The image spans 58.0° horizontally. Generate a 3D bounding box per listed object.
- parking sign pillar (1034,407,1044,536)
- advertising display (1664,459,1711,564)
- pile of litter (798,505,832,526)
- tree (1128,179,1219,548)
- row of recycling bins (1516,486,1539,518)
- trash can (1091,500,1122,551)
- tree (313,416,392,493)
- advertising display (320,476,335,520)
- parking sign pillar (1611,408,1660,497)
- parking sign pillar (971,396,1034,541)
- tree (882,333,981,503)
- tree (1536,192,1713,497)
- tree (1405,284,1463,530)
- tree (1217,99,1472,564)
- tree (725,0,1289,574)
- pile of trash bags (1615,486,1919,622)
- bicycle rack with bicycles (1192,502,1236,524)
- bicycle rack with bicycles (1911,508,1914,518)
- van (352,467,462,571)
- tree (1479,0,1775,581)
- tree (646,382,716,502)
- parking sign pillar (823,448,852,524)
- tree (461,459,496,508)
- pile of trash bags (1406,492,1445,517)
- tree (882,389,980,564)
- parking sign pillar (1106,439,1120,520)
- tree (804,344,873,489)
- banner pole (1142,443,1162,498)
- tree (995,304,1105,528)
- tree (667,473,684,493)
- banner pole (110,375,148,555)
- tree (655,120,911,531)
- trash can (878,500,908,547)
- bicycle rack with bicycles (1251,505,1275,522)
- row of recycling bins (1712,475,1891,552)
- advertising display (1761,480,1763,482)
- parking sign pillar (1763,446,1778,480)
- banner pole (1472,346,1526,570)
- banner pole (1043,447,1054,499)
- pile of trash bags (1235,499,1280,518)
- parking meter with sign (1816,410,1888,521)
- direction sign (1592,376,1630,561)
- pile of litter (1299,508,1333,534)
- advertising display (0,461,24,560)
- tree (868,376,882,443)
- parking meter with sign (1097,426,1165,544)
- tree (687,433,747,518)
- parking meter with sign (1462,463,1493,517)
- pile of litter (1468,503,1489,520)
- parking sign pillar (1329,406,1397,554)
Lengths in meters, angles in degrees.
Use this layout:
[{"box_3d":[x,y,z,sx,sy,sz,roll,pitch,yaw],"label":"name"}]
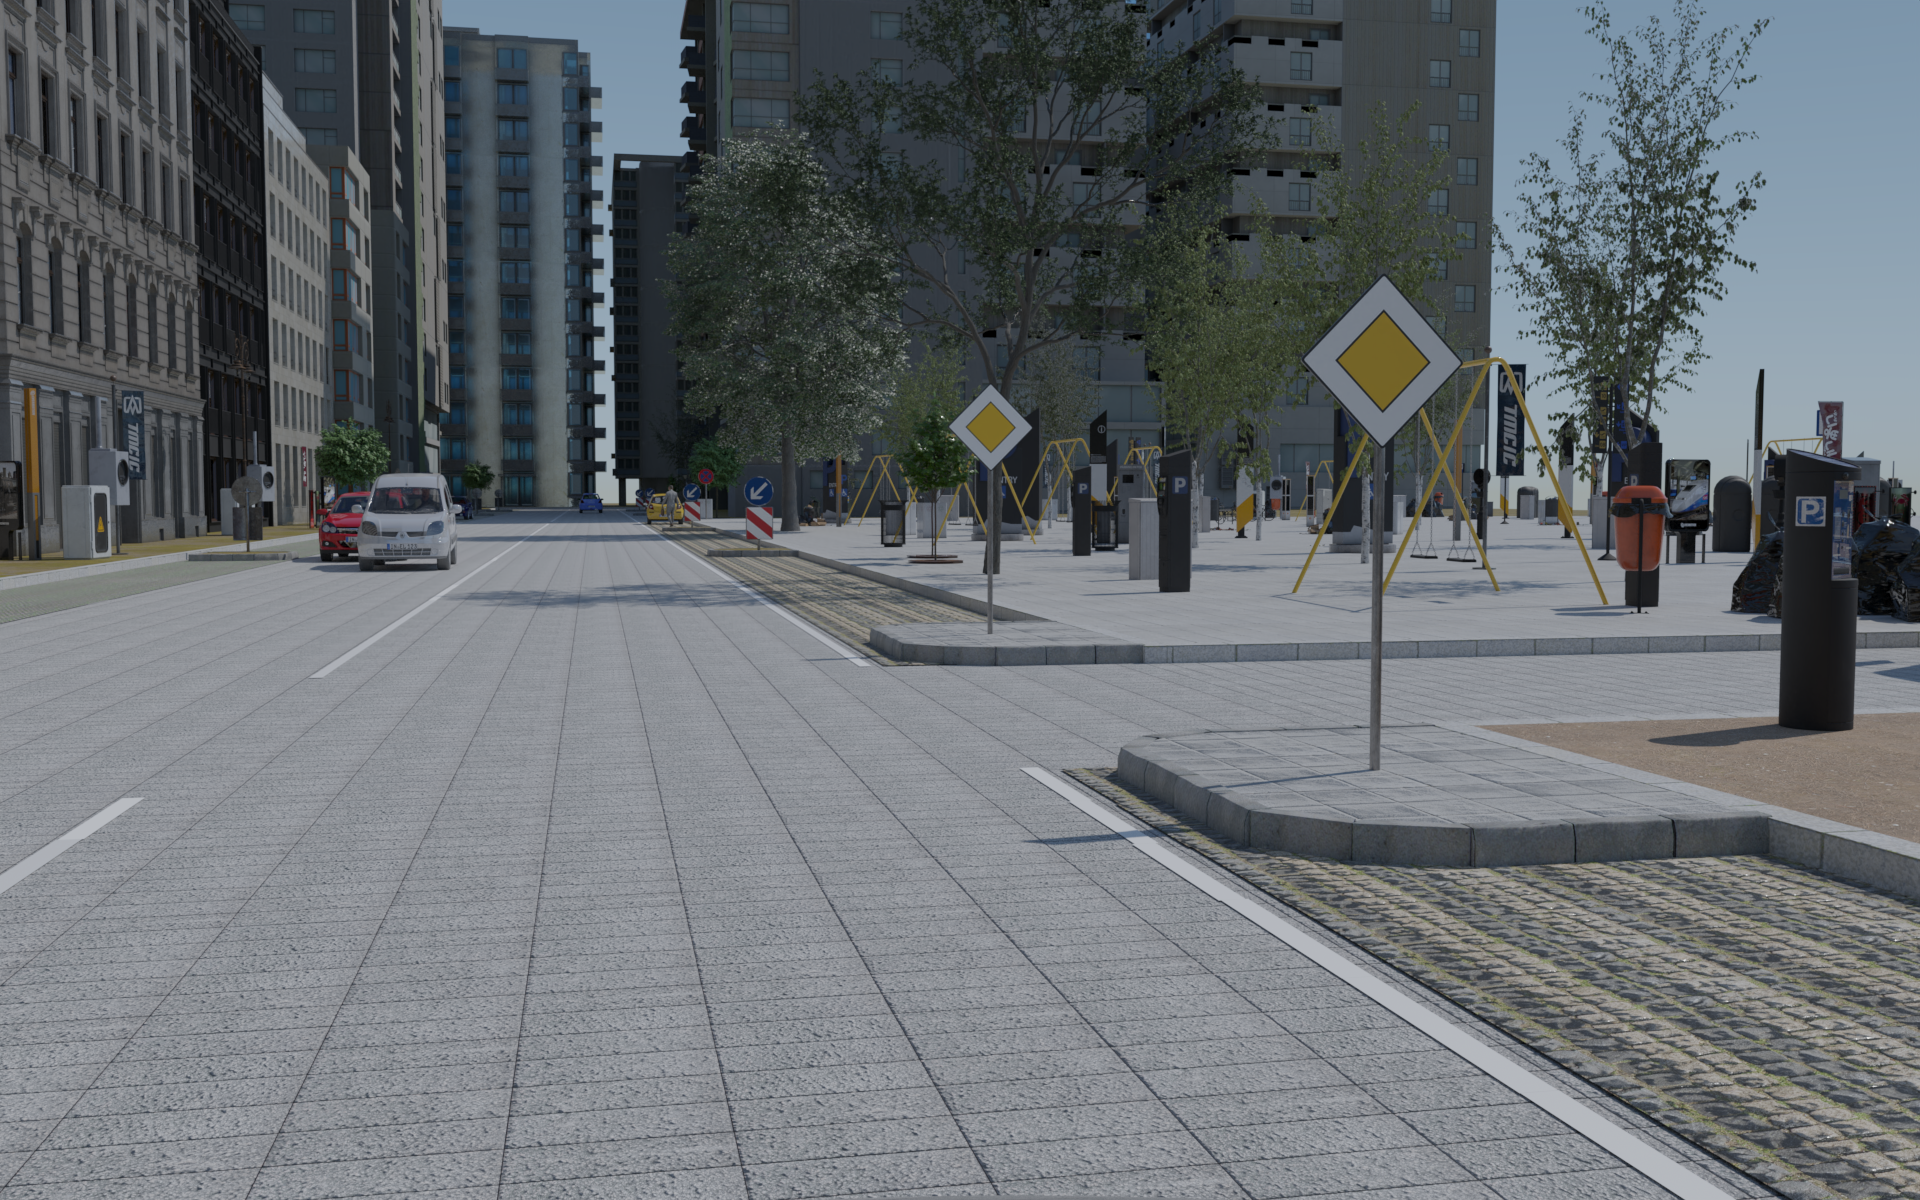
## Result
[{"box_3d":[1.892,-4.011,54.054,1.447,3.967,1.447,1,4,16],"label":"parking sign pillar"},{"box_3d":[13.443,-1.640,32.030,0.974,1.923,0.123,-1,4,-21],"label":"advertising display"},{"box_3d":[-5.860,-3.377,69.177,1.719,0.858,1.176,-2,4,-25],"label":"pile of litter"},{"box_3d":[5.646,-5.517,40.558,4.737,8.622,4.395,0,3,0],"label":"tree"},{"box_3d":[30.545,-5.257,93.071,1.069,1.692,3.534,1,4,23],"label":"row of recycling bins"},{"box_3d":[3.278,-1.680,39.121,0.748,1.137,0.748,0,3,0],"label":"trash can"},{"box_3d":[-25.485,-5.431,72.511,4.285,4.588,4.351,0,3,0],"label":"tree"},{"box_3d":[-22.859,-3.514,62.665,0.123,1.923,0.974,0,4,3],"label":"advertising display"},{"box_3d":[19.416,-3.754,49.850,1.447,3.967,1.447,-2,4,-34],"label":"parking sign pillar"},{"box_3d":[1.027,-3.617,47.602,1.447,3.967,1.447,-1,4,-17],"label":"parking sign pillar"},{"box_3d":[-0.992,-7.663,75.660,4.737,8.622,4.395,0,3,0],"label":"tree"},{"box_3d":[16.241,-5.685,43.313,4.737,8.622,4.395,0,3,0],"label":"tree"},{"box_3d":[16.466,-6.778,61.177,4.360,8.622,3.978,0,3,0],"label":"tree"},{"box_3d":[7.247,-4.976,31.725,4.737,8.622,4.395,0,3,0],"label":"tree"},{"box_3d":[0.524,-5.669,27.098,8.767,10.594,7.601,0,4,-7],"label":"tree"},{"box_3d":[8.716,-0.528,18.391,3.447,1.369,1.912,1,4,17],"label":"pile of trash bags"},{"box_3d":[10.112,-3.680,73.547,2.925,0.926,2.852,-3,5,-40],"label":"bicycle rack with bicycles"},{"box_3d":[48.163,-4.705,90.313,2.925,0.926,2.852,3,5,44],"label":"bicycle rack with bicycles"},{"box_3d":[-10.745,-1.638,33.795,2.013,2.044,4.112,-1,4,-14],"label":"van"},{"box_3d":[9.892,-4.596,25.503,4.360,8.622,3.978,0,3,0],"label":"tree"},{"box_3d":[-17.954,-9.891,112.072,4.360,8.622,3.978,0,3,0],"label":"tree"},{"box_3d":[-5.462,-5.341,75.802,1.447,3.967,1.447,-3,5,-40],"label":"parking sign pillar"},{"box_3d":[-45.220,-10.929,162.401,4.285,4.588,4.351,0,3,0],"label":"tree"},{"box_3d":[26.138,-5.309,96.555,1.912,1.369,3.447,3,4,37],"label":"pile of trash bags"},{"box_3d":[-0.569,-2.290,32.044,1.663,3.219,1.824,0,3,0],"label":"tree"},{"box_3d":[7.176,-5.886,84.705,1.447,3.967,1.447,2,4,32],"label":"parking sign pillar"},{"box_3d":[-6.173,-7.970,80.669,4.360,8.622,3.978,0,3,0],"label":"tree"},{"box_3d":[9.459,-5.771,84.380,0.863,3.779,0.401,-1,4,-9],"label":"banner pole"},{"box_3d":[3.244,-6.959,64.146,4.360,8.622,3.978,0,3,0],"label":"tree"},{"box_3d":[-24.538,-9.341,147.321,1.663,3.219,1.824,0,3,0],"label":"tree"},{"box_3d":[-17.682,-2.859,36.761,0.401,3.779,0.863,3,5,42],"label":"banner pole"},{"box_3d":[-5.848,-9.354,59.593,9.857,13.997,8.962,0,3,0],"label":"tree"},{"box_3d":[-1.617,-1.850,41.902,0.748,1.137,0.748,0,3,0],"label":"trash can"},{"box_3d":[13.238,-4.162,81.427,2.925,0.926,2.852,1,4,16],"label":"bicycle rack with bicycles"},{"box_3d":[18.362,-1.880,37.844,3.534,1.692,1.069,2,4,26],"label":"row of recycling bins"},{"box_3d":[37.638,-4.625,80.825,0.974,1.923,0.123,-2,4,-30],"label":"advertising display"},{"box_3d":[45.822,-6.662,97.391,1.447,3.967,1.447,-1,4,-19],"label":"parking sign pillar"},{"box_3d":[9.166,-2.407,29.379,0.863,3.779,0.401,0,4,8],"label":"banner pole"},{"box_3d":[4.685,-6.154,90.630,0.863,3.779,0.401,-2,4,-24],"label":"banner pole"},{"box_3d":[16.126,-5.043,92.213,1.912,1.369,3.447,-1,4,-20],"label":"pile of trash bags"},{"box_3d":[18.629,-2.420,35.823,1.738,3.016,0.543,-1,4,-11],"label":"parking meter with sign"},{"box_3d":[12.533,-2.533,33.411,0.876,3.537,0.379,-2,4,-24],"label":"direction sign"},{"box_3d":[11.673,-2.543,55.543,1.719,0.858,1.176,0,4,-5],"label":"pile of litter"},{"box_3d":[-18.574,-1.738,33.626,0.974,1.923,0.123,1,4,23],"label":"advertising display"},{"box_3d":[-2.682,-8.346,86.814,4.737,8.622,4.395,0,3,0],"label":"tree"},{"box_3d":[4.419,-2.969,44.802,1.738,3.016,0.543,1,4,9],"label":"parking meter with sign"},{"box_3d":[-12.873,-6.595,91.548,4.285,4.588,4.351,0,3,0],"label":"tree"},{"box_3d":[29.153,-6.200,97.632,1.738,3.016,0.543,0,4,2],"label":"parking meter with sign"},{"box_3d":[26.050,-4.481,87.224,1.176,0.858,1.719,1,4,19],"label":"pile of litter"},{"box_3d":[8.841,-3.025,37.923,1.447,3.967,1.447,-1,4,-21],"label":"parking sign pillar"}]
